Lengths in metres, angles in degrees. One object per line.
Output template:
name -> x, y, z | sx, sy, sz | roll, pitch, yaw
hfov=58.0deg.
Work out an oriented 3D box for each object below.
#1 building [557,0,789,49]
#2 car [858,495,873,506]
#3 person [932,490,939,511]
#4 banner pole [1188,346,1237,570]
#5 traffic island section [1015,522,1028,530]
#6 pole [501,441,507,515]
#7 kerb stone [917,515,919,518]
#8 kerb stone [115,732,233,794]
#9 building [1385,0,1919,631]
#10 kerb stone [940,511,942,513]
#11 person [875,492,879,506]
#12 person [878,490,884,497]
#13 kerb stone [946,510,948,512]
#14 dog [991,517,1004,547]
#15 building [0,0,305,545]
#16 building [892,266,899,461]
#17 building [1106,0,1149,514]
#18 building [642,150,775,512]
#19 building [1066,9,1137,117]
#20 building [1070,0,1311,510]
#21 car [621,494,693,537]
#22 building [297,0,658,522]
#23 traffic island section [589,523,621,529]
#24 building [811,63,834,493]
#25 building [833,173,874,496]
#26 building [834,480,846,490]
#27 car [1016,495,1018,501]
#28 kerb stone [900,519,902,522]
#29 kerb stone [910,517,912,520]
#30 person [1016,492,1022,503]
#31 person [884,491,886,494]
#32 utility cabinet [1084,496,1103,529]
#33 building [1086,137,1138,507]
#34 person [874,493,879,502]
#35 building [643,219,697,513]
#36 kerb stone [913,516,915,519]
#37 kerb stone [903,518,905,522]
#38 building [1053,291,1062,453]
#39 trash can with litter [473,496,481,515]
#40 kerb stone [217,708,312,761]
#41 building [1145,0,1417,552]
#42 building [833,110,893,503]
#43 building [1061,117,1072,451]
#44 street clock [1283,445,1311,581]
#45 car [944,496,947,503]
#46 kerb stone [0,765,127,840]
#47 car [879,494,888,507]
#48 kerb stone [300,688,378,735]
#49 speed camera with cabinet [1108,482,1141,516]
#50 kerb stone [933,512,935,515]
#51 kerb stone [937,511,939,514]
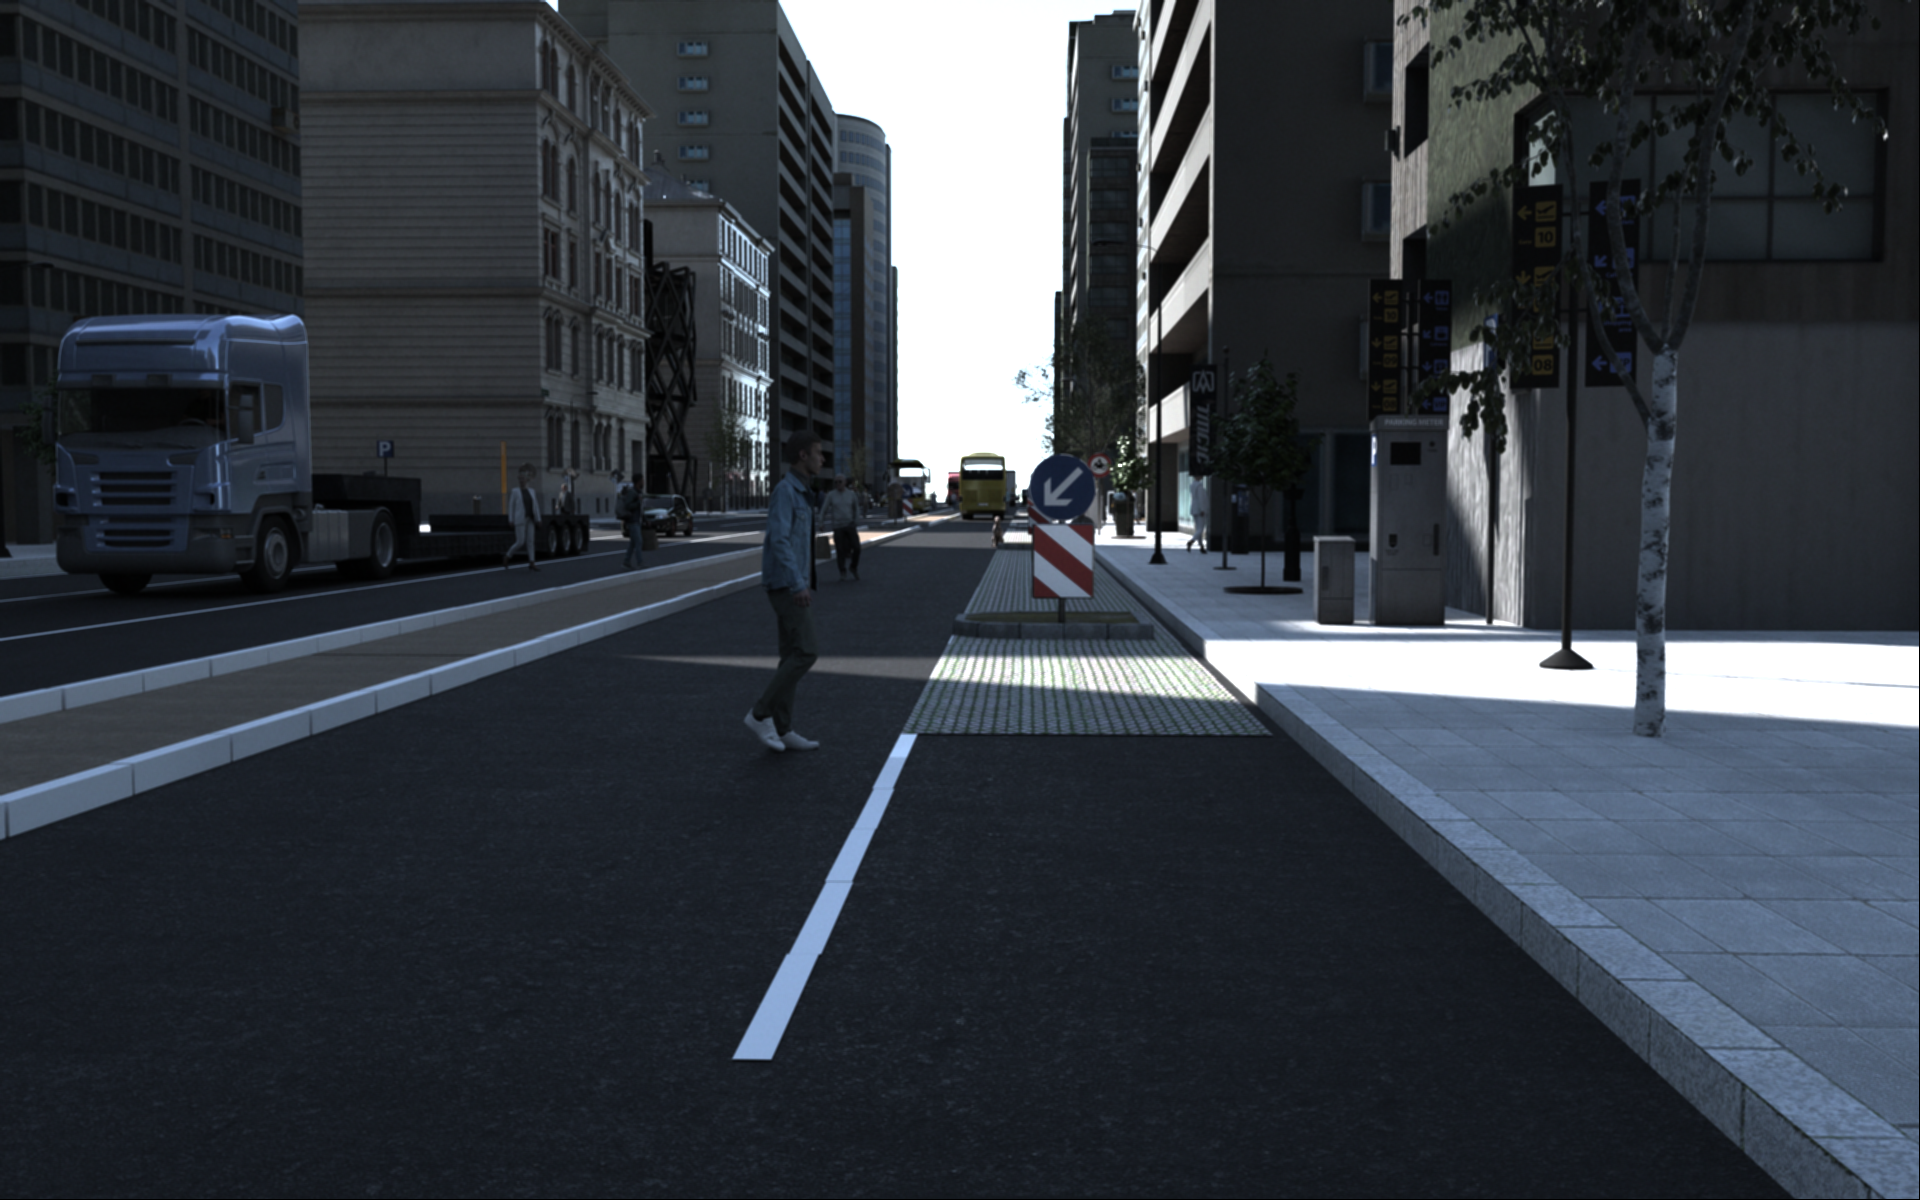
building -> -26.364, -33.083, 164.607 | 21.300, 48.544, 21.600 | 0, 4, 2
car -> -10.867, -11.331, 197.848 | 1.945, 1.354, 3.894 | 0, 4, 1
person -> -2.093, -8.378, 146.045 | 0.480, 1.755, 0.524 | 1, 4, 20
banner pole -> 4.283, -2.409, 29.410 | 0.863, 3.779, 0.401 | 0, 4, 0
traffic island section -> 3.255, -2.924, 70.080 | 2.009, 0.180, 2.903 | 0, 4, 2
pole -> -17.688, -4.487, 67.210 | 0.158, 3.312, 0.155 | 0, 3, 0
kerb stone -> -2.618, -4.732, 99.565 | 0.120, 0.150, 1.000 | 0, 4, 2
kerb stone -> -3.977, 0.822, 8.757 | 0.120, 0.150, 1.000 | 0, 4, 2
building -> 12.700, -15.307, 21.976 | 14.160, 30.474, 14.107 | 0, 4, 2
kerb stone -> -1.592, -6.359, 126.194 | 0.120, 0.150, 1.000 | 0, 4, 2
person -> -9.541, -11.735, 201.094 | 0.721, 1.743, 1.217 | -1, 4, -17
person -> -11.231, -14.874, 249.260 | 1.348, 1.821, 0.705 | -3, 5, -39
kerb stone -> -1.250, -6.924, 135.402 | 0.120, 0.150, 1.000 | 0, 4, 2
dog -> 1.136, -1.871, 47.425 | 0.800, 0.831, 0.513 | -3, 5, -44
building -> -34.139, -22.045, 52.312 | 23.993, 40.220, 32.217 | 0, 4, 2
building -> -18.183, -37.810, 301.786 | 14.154, 41.232, 14.086 | 0, 4, 2
building -> 24.576, -25.912, 115.538 | 32.217, 40.220, 23.993 | 0, 4, 2
building -> -22.692, -20.864, 138.397 | 12.463, 27.353, 25.104 | 0, 4, 2
building -> 24.170, -50.362, 261.674 | 20.563, 71.187, 20.611 | 0, 4, 2
building -> 21.998, -33.577, 172.682 | 21.300, 48.544, 21.600 | 0, 4, 2
car -> -10.246, -2.988, 58.639 | 2.009, 1.686, 4.222 | 0, 4, 4
building -> -25.073, -18.558, 90.816 | 14.401, 28.519, 23.554 | 0, 4, 2
traffic island section -> -15.668, -3.456, 78.794 | 2.009, 0.180, 2.903 | 0, 4, 2
building -> -25.405, -34.437, 186.749 | 21.300, 48.544, 21.600 | 0, 4, 2
building -> -19.726, -36.395, 245.167 | 14.600, 45.320, 14.200 | 0, 4, 2
building -> -30.359, -31.712, 210.371 | 32.217, 40.220, 23.993 | 0, 4, 2
car -> 9.669, -18.130, 308.998 | 1.945, 1.354, 3.894 | 0, 4, 1
kerb stone -> -3.119, -3.913, 86.220 | 0.120, 0.150, 1.000 | 0, 4, 2
kerb stone -> -2.844, -4.356, 93.412 | 0.120, 0.150, 1.000 | 0, 4, 2
person -> 9.184, -15.897, 269.132 | 1.217, 1.735, 0.721 | 1, 4, 10
person -> -11.075, -15.477, 259.624 | 0.750, 1.759, 0.617 | 0, 4, 7
utility cabinet -> 4.895, -3.242, 64.168 | 0.306, 1.237, 1.020 | 3, 4, 36
building -> 17.425, -22.717, 143.126 | 14.160, 30.474, 14.107 | 0, 4, 2
person -> -11.690, -14.373, 244.224 | 0.628, 1.438, 0.799 | 2, 4, 27
building -> -25.762, -14.938, 111.693 | 16.820, 18.784, 16.811 | 0, 4, 2
kerb stone -> -2.728, -4.543, 96.481 | 0.120, 0.150, 1.000 | 0, 4, 2
kerb stone -> -3.041, -4.042, 88.274 | 0.120, 0.150, 1.000 | 0, 4, 2
building -> 20.269, -28.973, 245.404 | 14.160, 30.474, 14.107 | 0, 4, 2
trash can with litter -> -18.872, -3.523, 68.651 | 1.678, 1.210, 2.233 | 1, 4, 10
kerb stone -> -3.937, 0.759, 9.778 | 0.120, 0.150, 1.000 | 0, 4, 2
building -> 16.605, -25.896, 47.100 | 21.300, 48.544, 21.600 | 0, 4, 2
building -> -21.953, -44.283, 266.031 | 21.231, 58.520, 28.212 | 0, 4, 2
building -> 18.206, -31.026, 190.872 | 14.154, 41.232, 14.086 | 0, 4, 2
street clock -> 4.895, -1.279, 25.476 | 0.471, 2.002, 0.358 | 3, 5, 42
car -> -1.527, -16.689, 282.645 | 2.009, 1.686, 4.222 | 0, 4, 2
kerb stone -> -4.012, 0.887, 7.734 | 0.120, 0.150, 1.000 | 0, 4, 2
car -> -8.141, -11.333, 195.513 | 2.015, 1.641, 3.980 | 0, 4, 1
kerb stone -> -3.893, 0.697, 10.800 | 0.120, 0.150, 1.000 | 0, 4, 2
speed camera with cabinet -> 9.433, -6.431, 99.476 | 2.038, 3.252, 0.660 | 3, 5, 43
kerb stone -> -1.948, -5.797, 116.970 | 0.120, 0.150, 1.000 | 0, 4, 2
kerb stone -> -1.757, -6.110, 122.099 | 0.120, 0.150, 1.000 | 0, 4, 2
